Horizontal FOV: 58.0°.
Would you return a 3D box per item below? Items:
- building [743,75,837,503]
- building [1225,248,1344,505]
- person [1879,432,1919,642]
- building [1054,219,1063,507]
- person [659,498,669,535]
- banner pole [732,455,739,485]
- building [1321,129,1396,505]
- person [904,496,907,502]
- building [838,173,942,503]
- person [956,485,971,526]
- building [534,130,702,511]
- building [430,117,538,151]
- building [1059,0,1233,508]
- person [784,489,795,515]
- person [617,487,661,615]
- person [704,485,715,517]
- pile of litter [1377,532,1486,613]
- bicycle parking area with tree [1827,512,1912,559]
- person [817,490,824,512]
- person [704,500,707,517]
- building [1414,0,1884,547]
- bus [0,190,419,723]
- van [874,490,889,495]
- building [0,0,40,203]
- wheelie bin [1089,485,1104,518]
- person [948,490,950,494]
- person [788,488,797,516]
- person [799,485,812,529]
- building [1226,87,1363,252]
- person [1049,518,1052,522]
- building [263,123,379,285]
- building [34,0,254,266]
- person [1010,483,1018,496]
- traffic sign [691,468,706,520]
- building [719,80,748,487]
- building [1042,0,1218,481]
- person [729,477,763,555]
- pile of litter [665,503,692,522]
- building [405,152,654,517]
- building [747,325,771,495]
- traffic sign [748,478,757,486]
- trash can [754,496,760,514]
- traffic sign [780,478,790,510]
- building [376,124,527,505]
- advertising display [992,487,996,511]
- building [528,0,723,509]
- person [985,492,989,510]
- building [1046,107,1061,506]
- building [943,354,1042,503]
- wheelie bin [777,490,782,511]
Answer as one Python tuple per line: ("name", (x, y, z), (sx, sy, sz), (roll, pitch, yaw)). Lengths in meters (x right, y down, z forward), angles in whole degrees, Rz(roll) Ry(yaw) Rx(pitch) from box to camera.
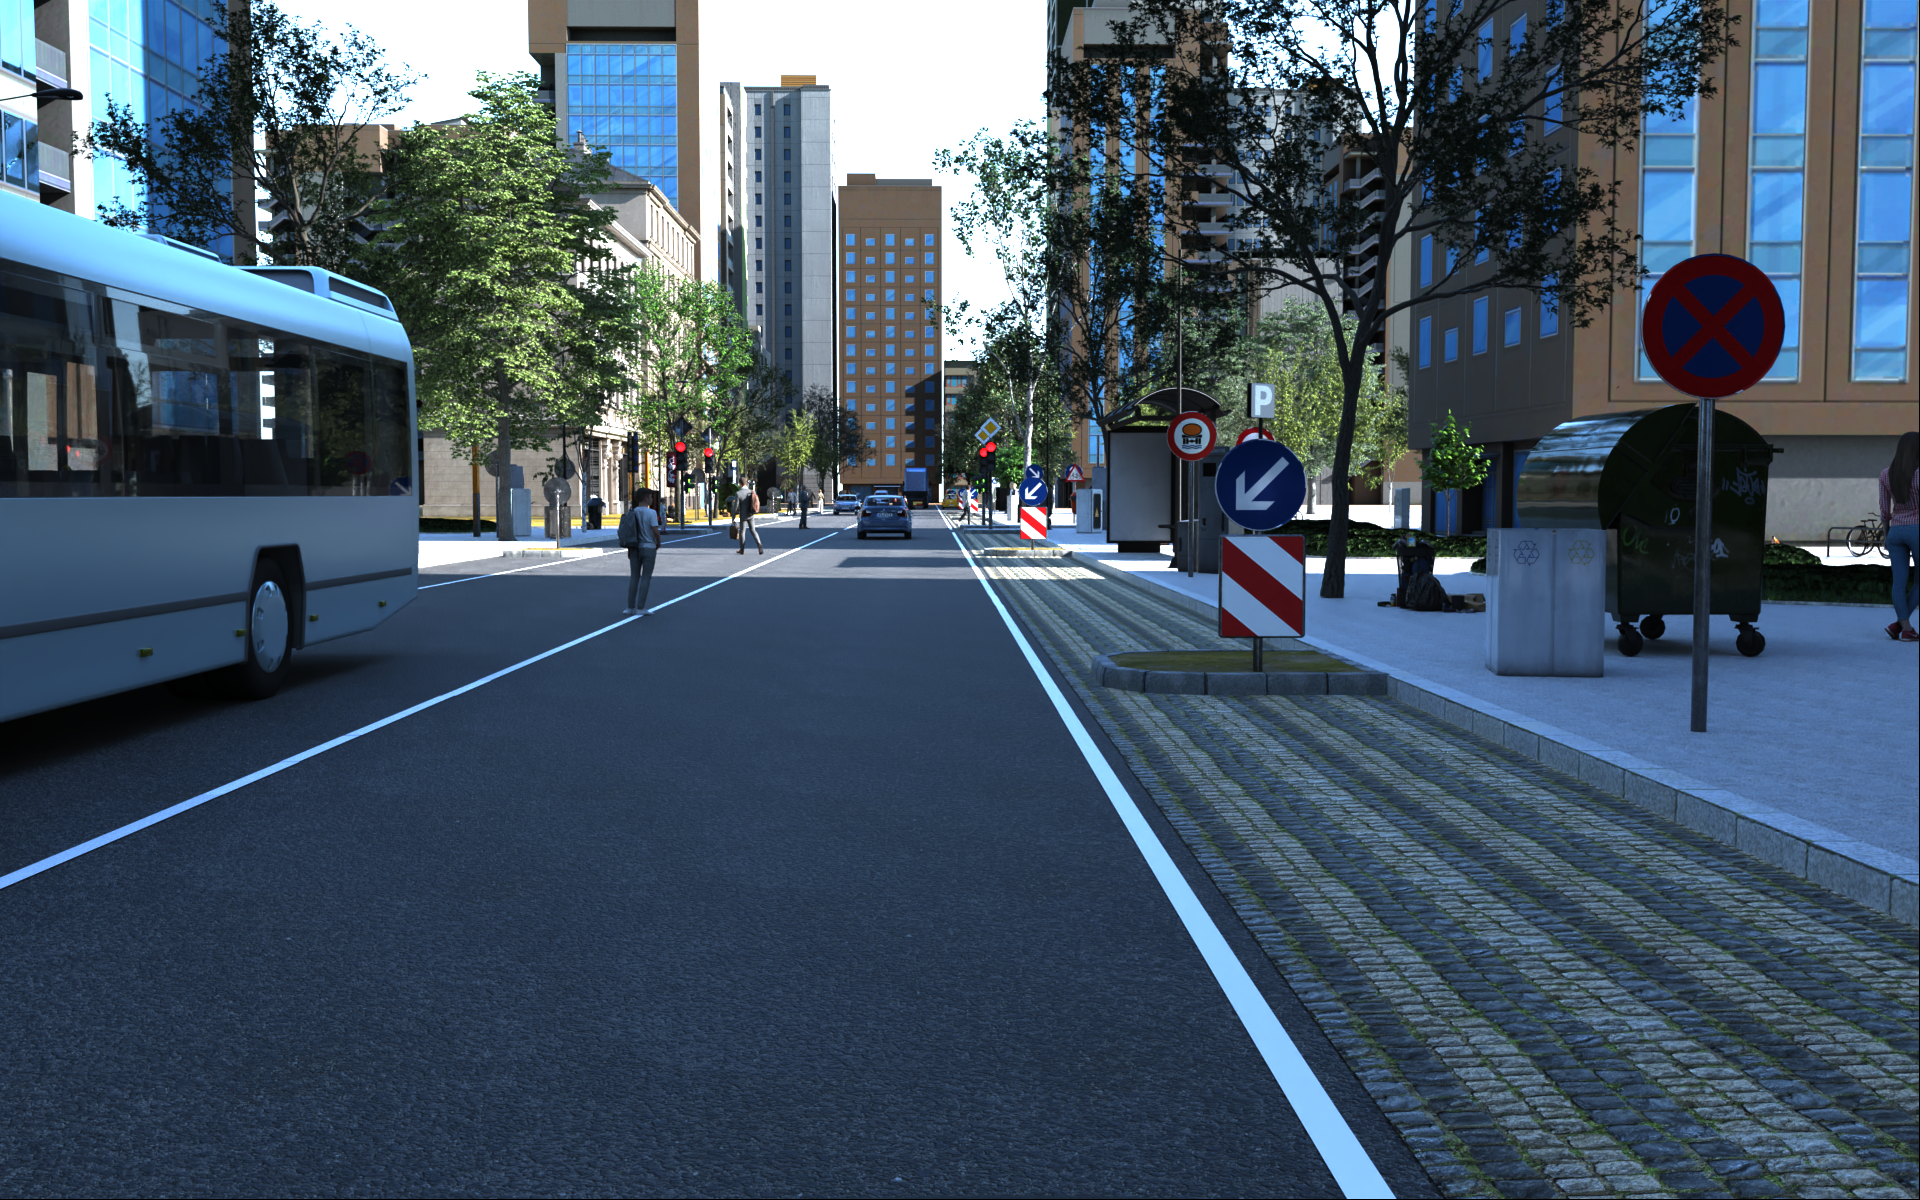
("building", (-31.724, -43.098, 246.650), (28.212, 58.520, 21.231), (0, 4, -1))
("building", (37.268, -26.643, 207.320), (14.107, 30.474, 14.160), (0, 4, -1))
("person", (8.296, -0.552, 15.081), (0.388, 1.821, 0.555), (-3, 5, -42))
("building", (16.324, -24.535, 172.847), (14.160, 30.474, 14.107), (0, 4, -1))
("person", (-10.393, -2.939, 60.831), (0.394, 1.301, 0.425), (-2, 4, -25))
("banner pole", (-14.222, -7.332, 109.892), (0.401, 3.779, 0.863), (2, 4, 27))
("building", (51.716, -34.071, 207.172), (14.200, 45.320, 14.600), (0, 4, -1))
("person", (-4.446, -7.767, 139.732), (0.306, 1.304, 0.590), (0, 4, -3))
("building", (-9.678, -36.354, 244.503), (14.200, 45.320, 14.600), (0, 4, -1))
("person", (0.237, -4.202, 77.050), (0.795, 1.843, 0.661), (-1, 4, -23))
("building", (-27.301, -20.417, 131.074), (12.463, 27.353, 25.104), (0, 4, -1))
("building", (-59.646, -40.437, 250.385), (27.495, 52.752, 28.713), (0, 4, -1))
("building", (16.582, -31.080, 158.269), (14.600, 45.320, 14.200), (0, 4, -1))
("person", (-11.426, -6.584, 116.428), (0.850, 1.792, 0.678), (0, 4, -3))
("person", (-3.792, -0.573, 20.468), (0.503, 1.515, 0.523), (-1, 4, -12))
("person", (-14.099, -5.576, 97.488), (0.678, 1.792, 0.850), (0, 4, 2))
("pile of litter", (5.338, -0.339, 19.501), (1.176, 0.858, 1.719), (0, 4, 4))
("bicycle parking area with tree", (21.848, -2.833, 33.330), (8.231, 4.147, 9.016), (0, 4, -1))
("person", (-10.427, -7.348, 129.182), (0.519, 1.759, 0.362), (-1, 4, -17))
("person", (-14.399, -5.357, 98.320), (0.332, 1.250, 0.352), (0, 4, -1))
("building", (21.387, -24.296, 47.348), (14.600, 45.320, 14.200), (0, 4, -1))
("bus", (-5.960, -0.857, 8.875), (2.948, 3.499, 13.247), (0, 4, -1))
("van", (-8.157, -10.556, 179.595), (2.013, 2.044, 4.112), (0, 4, -1))
("building", (-29.867, -43.367, 21.717), (22.319, 86.520, 31.000), (0, 4, -1))
("wheelie bin", (4.724, -3.251, 61.063), (0.693, 1.594, 0.980), (1, 4, 21))
("person", (-1.157, -11.045, 188.722), (1.348, 1.869, 0.705), (-2, 4, -24))
("person", (-11.144, -6.532, 115.150), (0.661, 1.843, 0.795), (1, 4, 16))
("person", (-6.315, -3.807, 70.919), (0.590, 1.801, 0.661), (-1, 4, -15))
("building", (40.817, -43.199, 248.296), (28.212, 58.520, 21.231), (0, 4, -1))
("person", (3.691, -4.197, 74.891), (0.641, 1.798, 0.478), (3, 5, 44))
("building", (-73.361, -33.983, 205.731), (14.200, 45.320, 14.600), (0, 4, -1))
("building", (-29.750, -24.351, 48.254), (14.200, 45.320, 14.600), (0, 4, -1))
("person", (2.846, -5.209, 91.092), (0.514, 1.842, 0.818), (0, 4, -6))
("traffic sign", (-12.920, -5.217, 85.411), (0.768, 2.556, 0.104), (0, 4, 8))
("building", (-28.180, -29.555, 166.819), (14.154, 41.232, 14.086), (0, 4, -1))
("building", (18.792, -46.776, 203.039), (20.563, 71.187, 20.611), (0, 4, -1))
("person", (-5.064, -1.993, 41.052), (0.622, 1.834, 0.822), (-3, 5, -40))
("pile of litter", (-13.297, -4.044, 80.091), (1.719, 0.858, 1.176), (1, 4, 12))
("building", (-25.748, -15.114, 98.020), (10.553, 20.767, 40.483), (0, 4, -1))
("building", (-37.478, -21.667, 199.294), (28.899, 21.520, 27.650), (0, 4, -1))
("traffic sign", (-14.832, -7.630, 124.481), (0.795, 2.593, 0.064), (0, 3, 0))
("trash can", (-13.140, -6.053, 110.626), (0.748, 1.137, 0.748), (0, 3, 0))
("traffic sign", (-14.114, -8.545, 139.714), (0.884, 2.594, 0.081), (0, 4, 7))
("building", (-59.159, -33.985, 205.762), (14.200, 45.320, 14.600), (0, 4, -1))
("advertising display", (2.599, -7.884, 134.117), (0.123, 1.923, 0.974), (2, 4, 27))
("building", (-28.822, -30.731, 152.564), (14.600, 45.320, 14.200), (0, 4, -1))
("person", (2.287, -8.406, 143.908), (0.576, 1.772, 0.534), (1, 4, 15))
("building", (16.205, -30.764, 186.589), (14.154, 41.232, 14.086), (0, 4, -1))
("building", (12.101, -24.853, 251.385), (28.899, 21.520, 27.650), (0, 4, -1))
("wheelie bin", (-13.850, -7.476, 130.133), (0.980, 1.594, 0.693), (-1, 4, -20))
